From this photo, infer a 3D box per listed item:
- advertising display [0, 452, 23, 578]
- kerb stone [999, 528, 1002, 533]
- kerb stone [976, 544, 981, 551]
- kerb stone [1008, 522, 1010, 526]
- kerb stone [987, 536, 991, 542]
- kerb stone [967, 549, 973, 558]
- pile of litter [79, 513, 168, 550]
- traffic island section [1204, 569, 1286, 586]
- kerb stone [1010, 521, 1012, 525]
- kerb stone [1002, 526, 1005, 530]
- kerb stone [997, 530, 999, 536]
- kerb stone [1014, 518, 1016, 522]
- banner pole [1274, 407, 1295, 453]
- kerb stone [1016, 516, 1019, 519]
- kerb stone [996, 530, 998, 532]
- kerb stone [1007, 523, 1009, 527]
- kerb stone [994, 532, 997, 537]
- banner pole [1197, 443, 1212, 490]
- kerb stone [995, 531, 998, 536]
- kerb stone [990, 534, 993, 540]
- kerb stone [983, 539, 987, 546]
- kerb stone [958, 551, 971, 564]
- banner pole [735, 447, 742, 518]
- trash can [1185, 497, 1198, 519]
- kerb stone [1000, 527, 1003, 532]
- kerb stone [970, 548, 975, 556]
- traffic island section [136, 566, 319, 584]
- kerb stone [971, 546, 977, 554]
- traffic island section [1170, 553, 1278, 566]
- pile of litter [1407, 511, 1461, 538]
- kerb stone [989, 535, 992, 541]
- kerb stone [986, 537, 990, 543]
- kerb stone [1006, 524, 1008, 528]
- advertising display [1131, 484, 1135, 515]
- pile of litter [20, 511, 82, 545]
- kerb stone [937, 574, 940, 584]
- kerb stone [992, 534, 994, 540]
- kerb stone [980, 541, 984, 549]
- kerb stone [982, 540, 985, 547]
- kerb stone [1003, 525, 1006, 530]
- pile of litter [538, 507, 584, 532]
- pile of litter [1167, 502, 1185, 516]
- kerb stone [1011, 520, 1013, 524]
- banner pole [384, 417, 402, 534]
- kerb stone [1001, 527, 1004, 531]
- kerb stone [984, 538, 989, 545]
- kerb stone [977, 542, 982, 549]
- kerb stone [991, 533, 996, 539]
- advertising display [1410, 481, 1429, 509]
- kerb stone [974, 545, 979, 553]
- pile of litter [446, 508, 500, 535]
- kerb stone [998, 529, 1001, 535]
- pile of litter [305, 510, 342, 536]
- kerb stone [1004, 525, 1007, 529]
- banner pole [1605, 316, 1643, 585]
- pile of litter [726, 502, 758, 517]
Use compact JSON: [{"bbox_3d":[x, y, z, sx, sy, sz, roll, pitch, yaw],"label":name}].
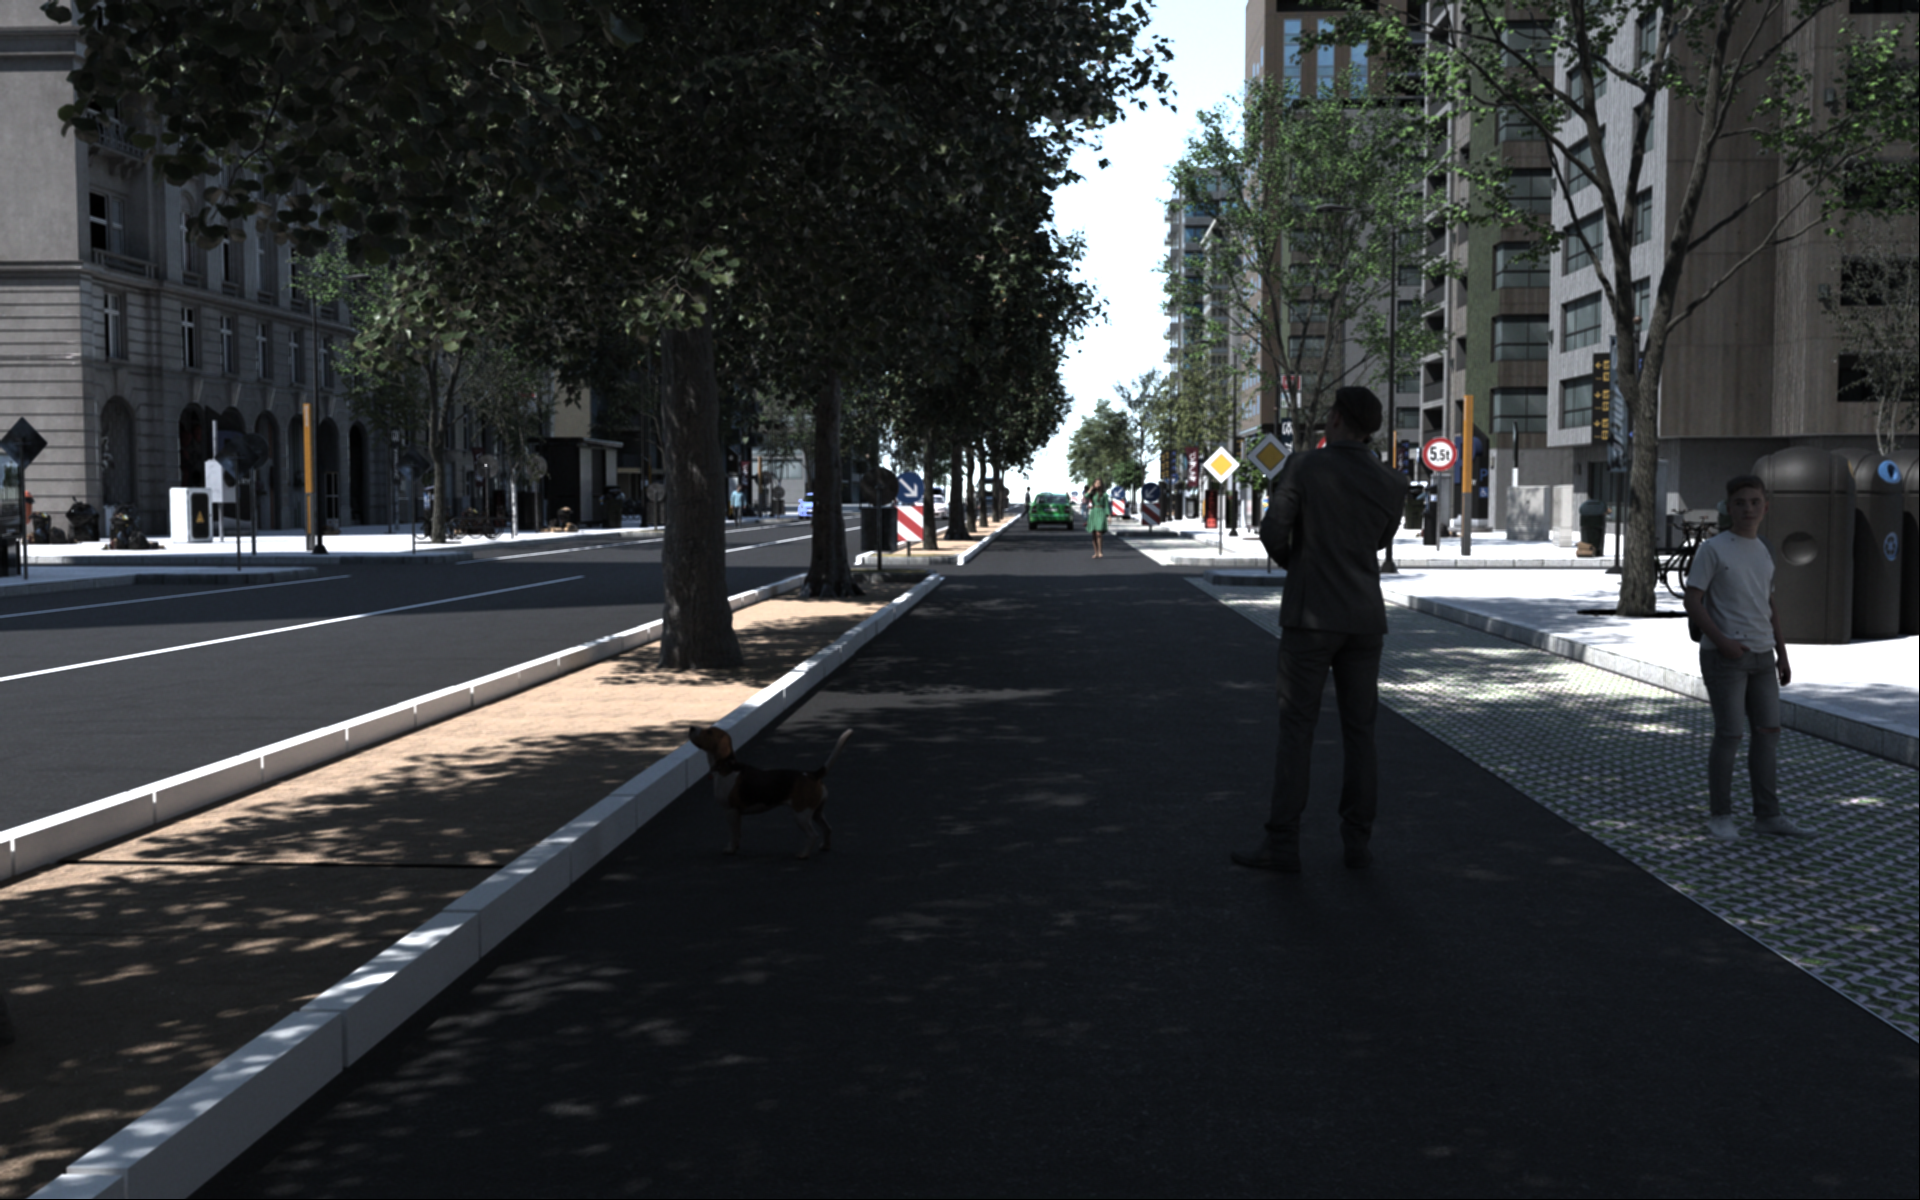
[{"bbox_3d":[-14.849,-1.332,26.985,0.123,1.923,0.974,-1,4,-10],"label":"advertising display"},{"bbox_3d":[1.315,-2.354,60.680,0.120,0.150,1.000,0,4,3],"label":"kerb stone"},{"bbox_3d":[0.365,-1.223,42.259,0.120,0.150,1.000,0,4,3],"label":"kerb stone"},{"bbox_3d":[1.943,-3.100,72.959,0.120,0.150,1.000,0,4,3],"label":"kerb stone"},{"bbox_3d":[0.733,-1.666,49.429,0.120,0.150,1.000,0,4,3],"label":"kerb stone"},{"bbox_3d":[0.156,-0.975,38.140,0.120,0.150,1.000,0,4,3],"label":"kerb stone"},{"bbox_3d":[-19.213,-1.597,40.073,1.719,0.858,1.176,2,4,24],"label":"pile of litter"},{"bbox_3d":[5.035,-0.356,28.104,2.009,0.180,2.903,0,4,3],"label":"traffic island section"},{"bbox_3d":[2.099,-3.292,76.027,0.120,0.150,1.000,0,4,3],"label":"kerb stone"},{"bbox_3d":[1.475,-2.540,63.770,0.120,0.150,1.000,0,4,3],"label":"kerb stone"},{"bbox_3d":[1.152,-2.158,57.602,0.120,0.150,1.000,0,4,3],"label":"kerb stone"},{"bbox_3d":[2.518,-3.793,84.204,0.120,0.150,1.000,0,4,3],"label":"kerb stone"},{"bbox_3d":[9.332,-3.671,50.034,0.863,3.779,0.401,2,4,24],"label":"banner pole"},{"bbox_3d":[2.891,-4.231,91.369,0.120,0.150,1.000,0,4,3],"label":"kerb stone"},{"bbox_3d":[1.096,-2.103,56.577,0.120,0.150,1.000,0,4,3],"label":"kerb stone"},{"bbox_3d":[1.836,-2.980,70.918,0.120,0.150,1.000,0,4,3],"label":"kerb stone"},{"bbox_3d":[0.997,-1.978,54.535,0.120,0.150,1.000,0,4,3],"label":"kerb stone"},{"bbox_3d":[12.003,-5.788,84.651,0.863,3.779,0.401,0,4,3],"label":"banner pole"},{"bbox_3d":[1.049,-2.037,55.556,0.120,0.150,1.000,0,4,3],"label":"kerb stone"},{"bbox_3d":[0.836,-1.791,51.472,0.120,0.150,1.000,0,4,3],"label":"kerb stone"},{"bbox_3d":[0.568,-1.478,46.358,0.120,0.150,1.000,0,4,3],"label":"kerb stone"},{"bbox_3d":[0.098,-0.910,37.115,0.120,0.150,1.000,0,4,3],"label":"kerb stone"},{"bbox_3d":[-11.798,-6.258,92.339,0.401,3.779,0.863,1,4,17],"label":"banner pole"},{"bbox_3d":[12.076,-4.815,90.376,0.748,1.137,0.748,0,3,0],"label":"trash can"},{"bbox_3d":[1.363,-2.417,61.713,0.120,0.150,1.000,0,4,3],"label":"kerb stone"},{"bbox_3d":[0.210,-1.034,39.173,0.120,0.150,1.000,0,4,3],"label":"kerb stone"},{"bbox_3d":[-12.084,-0.410,28.987,2.009,0.180,2.903,0,4,3],"label":"traffic island section"},{"bbox_3d":[0.256,-1.101,40.202,0.120,0.150,1.000,0,4,3],"label":"kerb stone"},{"bbox_3d":[5.445,-0.844,36.078,2.009,0.180,2.903,0,4,3],"label":"traffic island section"},{"bbox_3d":[14.100,-2.288,51.366,1.176,0.858,1.719,-2,4,-26],"label":"pile of litter"},{"bbox_3d":[0.778,-1.728,50.451,0.120,0.150,1.000,0,4,3],"label":"kerb stone"},{"bbox_3d":[0.682,-1.599,48.409,0.120,0.150,1.000,0,4,3],"label":"kerb stone"},{"bbox_3d":[1.728,-2.855,68.877,0.120,0.150,1.000,0,4,3],"label":"kerb stone"},{"bbox_3d":[10.669,-6.230,107.069,0.123,1.923,0.974,0,4,-1],"label":"advertising display"},{"bbox_3d":[-23.443,-1.855,44.291,1.719,0.858,1.176,0,4,3],"label":"pile of litter"},{"bbox_3d":[-0.406,-0.315,27.342,0.120,0.150,1.000,0,4,3],"label":"kerb stone"},{"bbox_3d":[0.890,-1.849,52.493,0.120,0.150,1.000,0,4,3],"label":"kerb stone"},{"bbox_3d":[0.469,-1.352,44.303,0.120,0.150,1.000,0,4,3],"label":"kerb stone"},{"bbox_3d":[0.521,-1.415,45.330,0.120,0.150,1.000,0,4,3],"label":"kerb stone"},{"bbox_3d":[1.576,-2.665,65.811,0.120,0.150,1.000,0,4,3],"label":"kerb stone"},{"bbox_3d":[-13.325,-2.703,58.164,1.719,0.858,1.176,1,4,15],"label":"pile of litter"},{"bbox_3d":[12.604,-5.444,102.974,1.176,0.858,1.719,-2,4,-32],"label":"pile of litter"},{"bbox_3d":[2.201,-3.418,78.072,0.120,0.150,1.000,0,4,3],"label":"kerb stone"},{"bbox_3d":[-18.452,-4.060,56.402,0.401,3.779,0.863,1,4,18],"label":"banner pole"},{"bbox_3d":[1.420,-2.473,62.734,0.120,0.150,1.000,0,4,3],"label":"kerb stone"},{"bbox_3d":[0.635,-1.536,47.378,0.120,0.150,1.000,0,4,3],"label":"kerb stone"},{"bbox_3d":[0.419,-1.290,43.283,0.120,0.150,1.000,0,4,3],"label":"kerb stone"},{"bbox_3d":[0.944,-1.915,53.513,0.120,0.150,1.000,0,4,3],"label":"kerb stone"},{"bbox_3d":[22.072,-4.771,83.226,0.974,1.923,0.123,3,5,43],"label":"advertising display"},{"bbox_3d":[0.310,-1.164,41.224,0.120,0.150,1.000,0,4,3],"label":"kerb stone"},{"bbox_3d":[-15.440,-2.486,54.617,1.719,0.858,1.176,0,4,-4],"label":"pile of litter"},{"bbox_3d":[1.214,-2.225,58.635,0.120,0.150,1.000,0,4,3],"label":"kerb stone"},{"bbox_3d":[-19.966,-2.464,54.259,1.176,0.858,1.719,0,4,-1],"label":"pile of litter"},{"bbox_3d":[1.632,-2.730,66.831,0.120,0.150,1.000,0,4,3],"label":"kerb stone"},{"bbox_3d":[9.325,-2.097,24.295,0.863,3.779,0.401,-2,4,-34],"label":"banner pole"},{"bbox_3d":[-12.216,-5.123,97.732,1.719,0.858,1.176,0,4,-1],"label":"pile of litter"}]
